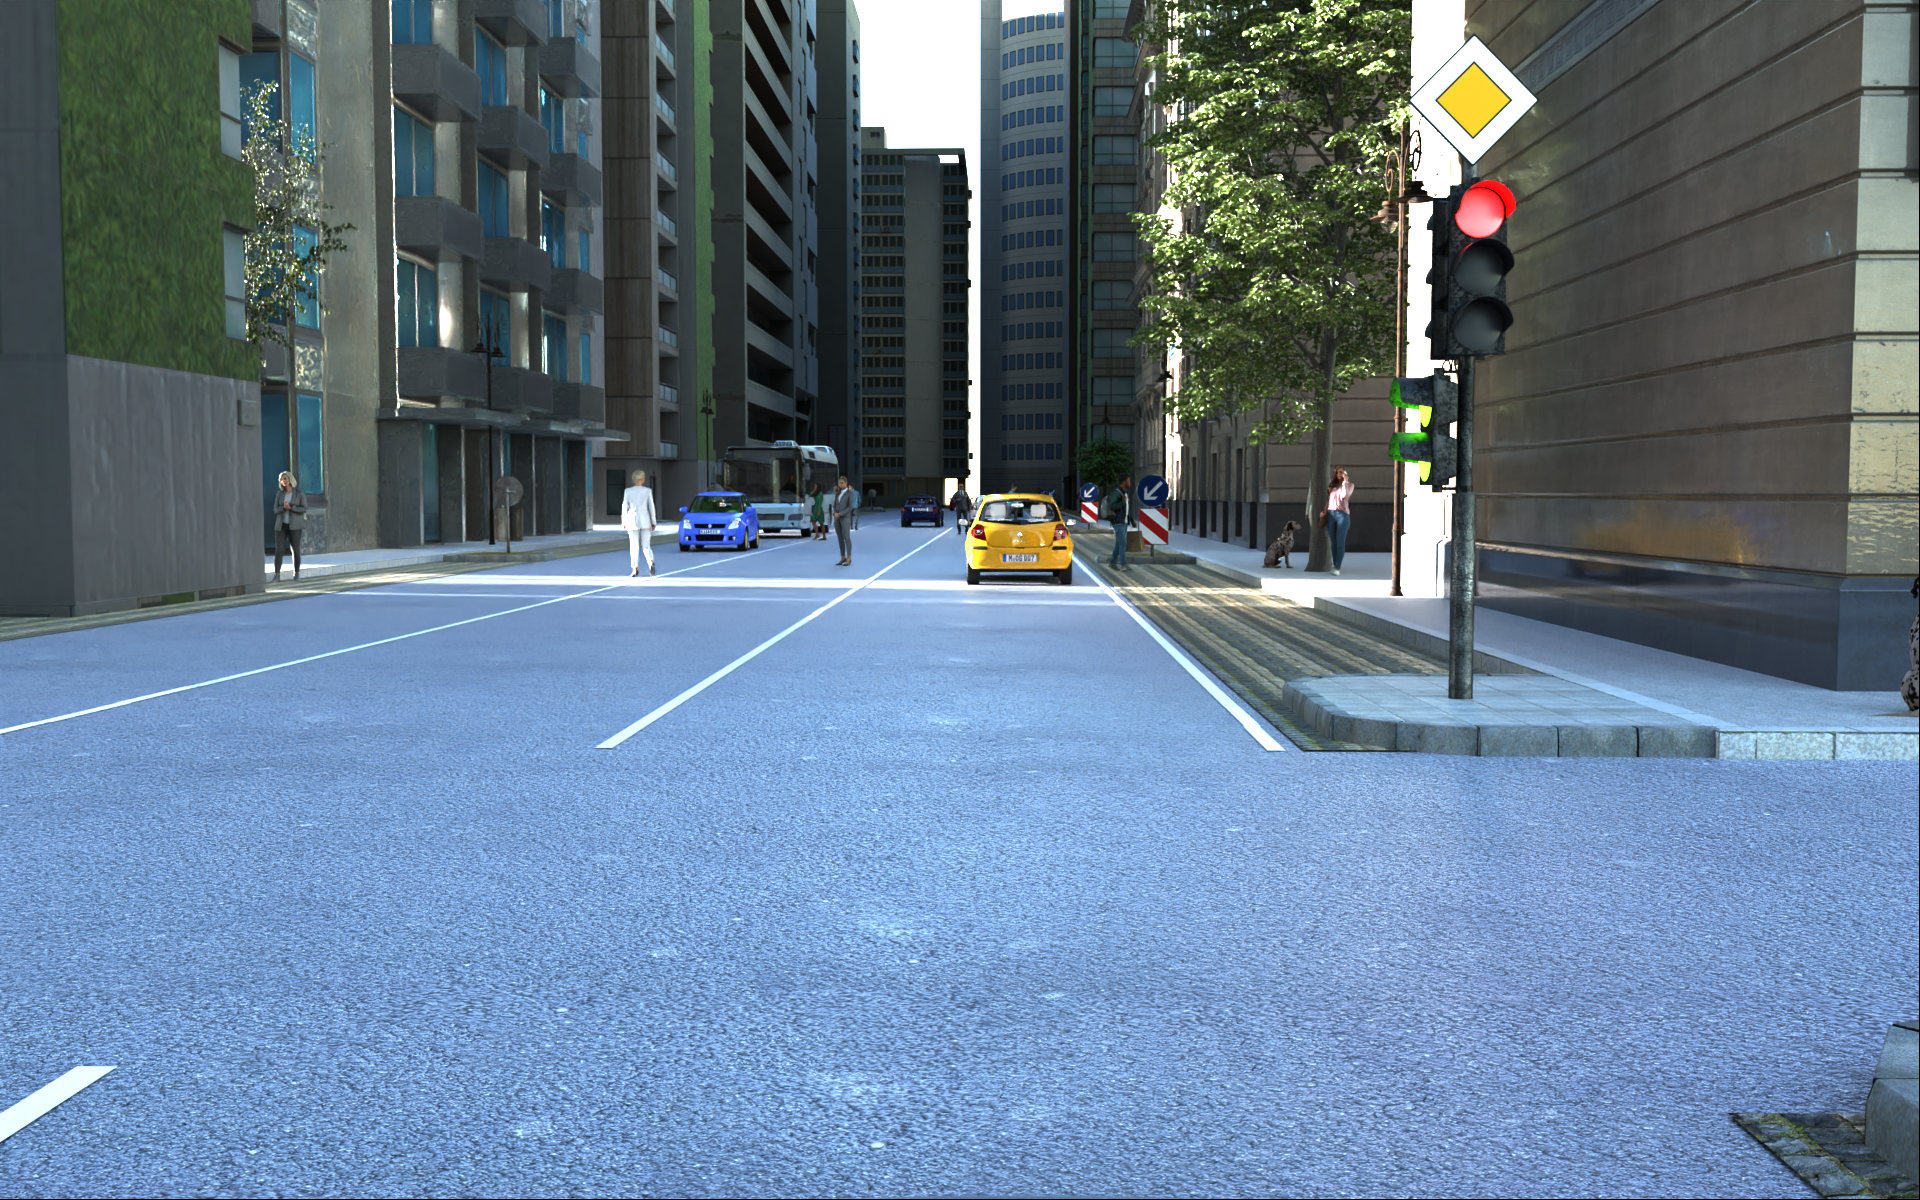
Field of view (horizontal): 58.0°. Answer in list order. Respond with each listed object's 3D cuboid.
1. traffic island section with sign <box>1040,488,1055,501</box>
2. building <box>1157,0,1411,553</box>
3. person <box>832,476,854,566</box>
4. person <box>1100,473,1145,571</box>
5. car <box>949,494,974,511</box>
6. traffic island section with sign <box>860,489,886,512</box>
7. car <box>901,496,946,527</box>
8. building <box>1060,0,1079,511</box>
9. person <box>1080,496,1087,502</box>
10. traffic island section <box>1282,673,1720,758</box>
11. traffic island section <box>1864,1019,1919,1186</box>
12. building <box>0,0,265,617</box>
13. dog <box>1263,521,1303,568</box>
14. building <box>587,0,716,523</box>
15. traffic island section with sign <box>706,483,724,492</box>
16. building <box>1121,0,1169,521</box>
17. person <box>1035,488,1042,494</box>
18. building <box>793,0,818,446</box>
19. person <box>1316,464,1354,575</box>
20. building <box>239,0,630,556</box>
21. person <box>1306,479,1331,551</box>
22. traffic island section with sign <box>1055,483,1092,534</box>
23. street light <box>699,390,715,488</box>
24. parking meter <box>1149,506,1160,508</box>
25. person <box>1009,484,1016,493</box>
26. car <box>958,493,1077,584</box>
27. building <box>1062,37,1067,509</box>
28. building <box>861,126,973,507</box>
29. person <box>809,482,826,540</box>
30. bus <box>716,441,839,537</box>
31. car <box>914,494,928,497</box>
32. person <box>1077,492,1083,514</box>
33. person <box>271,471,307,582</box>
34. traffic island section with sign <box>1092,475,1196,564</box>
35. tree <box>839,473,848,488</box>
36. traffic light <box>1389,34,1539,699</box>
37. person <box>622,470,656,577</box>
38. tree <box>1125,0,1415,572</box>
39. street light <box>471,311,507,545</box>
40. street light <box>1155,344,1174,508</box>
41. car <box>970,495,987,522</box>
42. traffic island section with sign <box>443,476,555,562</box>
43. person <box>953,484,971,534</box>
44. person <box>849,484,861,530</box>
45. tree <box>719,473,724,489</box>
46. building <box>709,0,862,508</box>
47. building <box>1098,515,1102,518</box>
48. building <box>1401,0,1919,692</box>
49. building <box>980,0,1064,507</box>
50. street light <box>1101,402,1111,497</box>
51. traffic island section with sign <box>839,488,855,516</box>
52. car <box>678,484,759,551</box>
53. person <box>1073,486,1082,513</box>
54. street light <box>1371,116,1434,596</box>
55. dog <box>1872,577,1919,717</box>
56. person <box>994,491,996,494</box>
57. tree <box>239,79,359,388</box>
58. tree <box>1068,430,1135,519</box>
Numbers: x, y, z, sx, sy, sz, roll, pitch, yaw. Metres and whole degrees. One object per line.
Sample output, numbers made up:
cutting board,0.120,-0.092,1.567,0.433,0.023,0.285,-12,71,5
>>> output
traffic island section with sign,5.877,-6.399,113.243,1.989,1.847,2.006,0,4,2
building,12.676,-15.407,49.173,12.463,27.353,25.104,0,4,2
person,-2.388,-1.591,34.793,0.520,1.790,0.573,1,4,21
person,3.003,-1.429,31.851,0.713,1.824,0.794,3,5,44
car,0.075,-8.561,149.015,2.155,1.783,4.494,0,4,3
traffic island section with sign,-7.044,-8.030,139.918,1.989,1.847,2.006,0,4,2
car,-1.627,-3.891,76.195,1.945,1.354,3.894,0,4,2
building,15.484,-29.951,139.805,14.600,45.320,14.200,0,4,2
person,7.791,-6.104,106.782,0.756,1.711,0.436,-1,4,-19
traffic island section,3.167,0.697,10.886,2.009,0.180,2.903,0,4,2
traffic island section,2.957,1.185,2.903,2.009,0.180,2.903,0,4,2
building,-17.281,-20.406,17.237,14.154,41.232,14.086,0,4,2
dog,5.497,-0.965,30.151,0.513,0.831,0.800,-3,4,-36
building,-19.229,-24.107,77.738,14.154,41.232,14.086,0,4,2
traffic island section with sign,-9.055,-3.383,63.933,1.989,1.847,2.006,0,4,2
building,14.436,-17.494,73.411,14.401,28.519,23.554,0,4,2
person,4.705,-5.827,103.869,1.348,1.812,0.705,0,4,1
building,-24.545,-32.535,121.181,28.713,52.752,27.495,0,4,2
person,5.997,-1.277,27.506,0.593,1.750,0.643,3,5,40
building,-22.898,-26.163,47.371,23.786,49.044,30.456,0,4,2
person,6.349,-1.501,30.467,0.514,1.842,0.818,0,4,1
traffic island section with sign,4.558,-3.323,62.962,1.989,1.847,2.006,0,4,2
street light,-11.032,-6.294,75.692,0.468,5.910,1.993,0,4,2
parking meter,5.711,-2.609,51.061,0.372,1.533,0.369,0,3,0
person,2.101,-3.789,70.317,0.748,1.841,0.638,3,5,39
car,0.963,-1.142,28.890,2.015,1.641,3.980,0,4,1
building,16.091,-28.773,154.035,14.154,41.232,14.086,0,4,2
building,-10.753,-30.195,185.566,23.993,40.220,32.217,0,4,2
person,-4.357,-2.740,53.553,0.529,1.795,0.600,-2,4,-27
bus,-6.145,-4.039,60.896,2.948,3.499,13.247,0,4,1
car,-3.517,-8.960,158.503,2.014,1.417,4.499,0,4,0
person,7.981,-6.493,112.195,0.705,1.826,1.348,-3,4,-39
person,-10.881,-1.189,28.119,0.537,1.800,0.526,0,4,3
traffic island section with sign,3.841,-1.675,36.017,1.989,1.847,2.006,0,4,2
tree,-10.480,-8.936,140.708,1.663,3.219,1.824,0,3,0
traffic light,3.128,-1.336,10.773,0.839,4.253,0.868,0,4,2
person,-5.458,-1.297,29.589,0.514,1.842,0.818,-2,4,-30
tree,6.377,-6.750,28.491,7.486,12.596,7.792,0,3,0
street light,-11.895,-4.346,43.845,0.468,5.910,1.993,0,4,2
street light,6.320,-4.945,53.640,0.468,5.910,1.993,0,4,2
car,1.447,-4.252,81.880,2.083,1.381,4.827,0,4,3
traffic island section with sign,-9.758,-1.734,36.987,1.989,1.847,2.006,0,4,2
person,0.080,-3.234,61.545,0.661,1.801,0.590,-1,4,-11
person,-4.296,-3.723,69.229,0.638,1.841,0.748,0,4,-3
tree,-10.996,-5.509,84.667,1.663,3.219,1.824,0,3,0
building,-20.001,-32.311,151.989,21.600,48.544,21.300,0,4,2
building,14.187,-25.321,97.600,14.154,41.232,14.086,0,4,2
building,15.576,-14.093,16.330,20.117,28.700,13.634,0,4,2
building,16.127,-38.985,179.402,28.212,58.520,21.231,0,4,2
street light,7.184,-6.893,85.488,0.468,5.910,1.993,0,4,2
traffic island section with sign,-7.754,-6.382,112.972,1.989,1.847,2.006,0,4,2
car,-6.168,-2.133,44.471,1.945,1.707,3.694,0,3,0
person,8.192,-6.747,116.499,0.705,1.807,1.348,-3,5,-45
street light,5.493,-2.988,21.634,0.468,5.910,1.993,0,4,2
dog,5.591,0.260,10.134,0.800,0.831,0.513,-1,4,-22
person,3.305,-9.247,160.415,1.217,1.736,0.721,-2,4,-31
tree,-12.674,-4.869,29.973,4.360,8.622,3.978,0,3,0
tree,7.273,-6.421,88.703,4.285,4.588,4.351,0,3,0
